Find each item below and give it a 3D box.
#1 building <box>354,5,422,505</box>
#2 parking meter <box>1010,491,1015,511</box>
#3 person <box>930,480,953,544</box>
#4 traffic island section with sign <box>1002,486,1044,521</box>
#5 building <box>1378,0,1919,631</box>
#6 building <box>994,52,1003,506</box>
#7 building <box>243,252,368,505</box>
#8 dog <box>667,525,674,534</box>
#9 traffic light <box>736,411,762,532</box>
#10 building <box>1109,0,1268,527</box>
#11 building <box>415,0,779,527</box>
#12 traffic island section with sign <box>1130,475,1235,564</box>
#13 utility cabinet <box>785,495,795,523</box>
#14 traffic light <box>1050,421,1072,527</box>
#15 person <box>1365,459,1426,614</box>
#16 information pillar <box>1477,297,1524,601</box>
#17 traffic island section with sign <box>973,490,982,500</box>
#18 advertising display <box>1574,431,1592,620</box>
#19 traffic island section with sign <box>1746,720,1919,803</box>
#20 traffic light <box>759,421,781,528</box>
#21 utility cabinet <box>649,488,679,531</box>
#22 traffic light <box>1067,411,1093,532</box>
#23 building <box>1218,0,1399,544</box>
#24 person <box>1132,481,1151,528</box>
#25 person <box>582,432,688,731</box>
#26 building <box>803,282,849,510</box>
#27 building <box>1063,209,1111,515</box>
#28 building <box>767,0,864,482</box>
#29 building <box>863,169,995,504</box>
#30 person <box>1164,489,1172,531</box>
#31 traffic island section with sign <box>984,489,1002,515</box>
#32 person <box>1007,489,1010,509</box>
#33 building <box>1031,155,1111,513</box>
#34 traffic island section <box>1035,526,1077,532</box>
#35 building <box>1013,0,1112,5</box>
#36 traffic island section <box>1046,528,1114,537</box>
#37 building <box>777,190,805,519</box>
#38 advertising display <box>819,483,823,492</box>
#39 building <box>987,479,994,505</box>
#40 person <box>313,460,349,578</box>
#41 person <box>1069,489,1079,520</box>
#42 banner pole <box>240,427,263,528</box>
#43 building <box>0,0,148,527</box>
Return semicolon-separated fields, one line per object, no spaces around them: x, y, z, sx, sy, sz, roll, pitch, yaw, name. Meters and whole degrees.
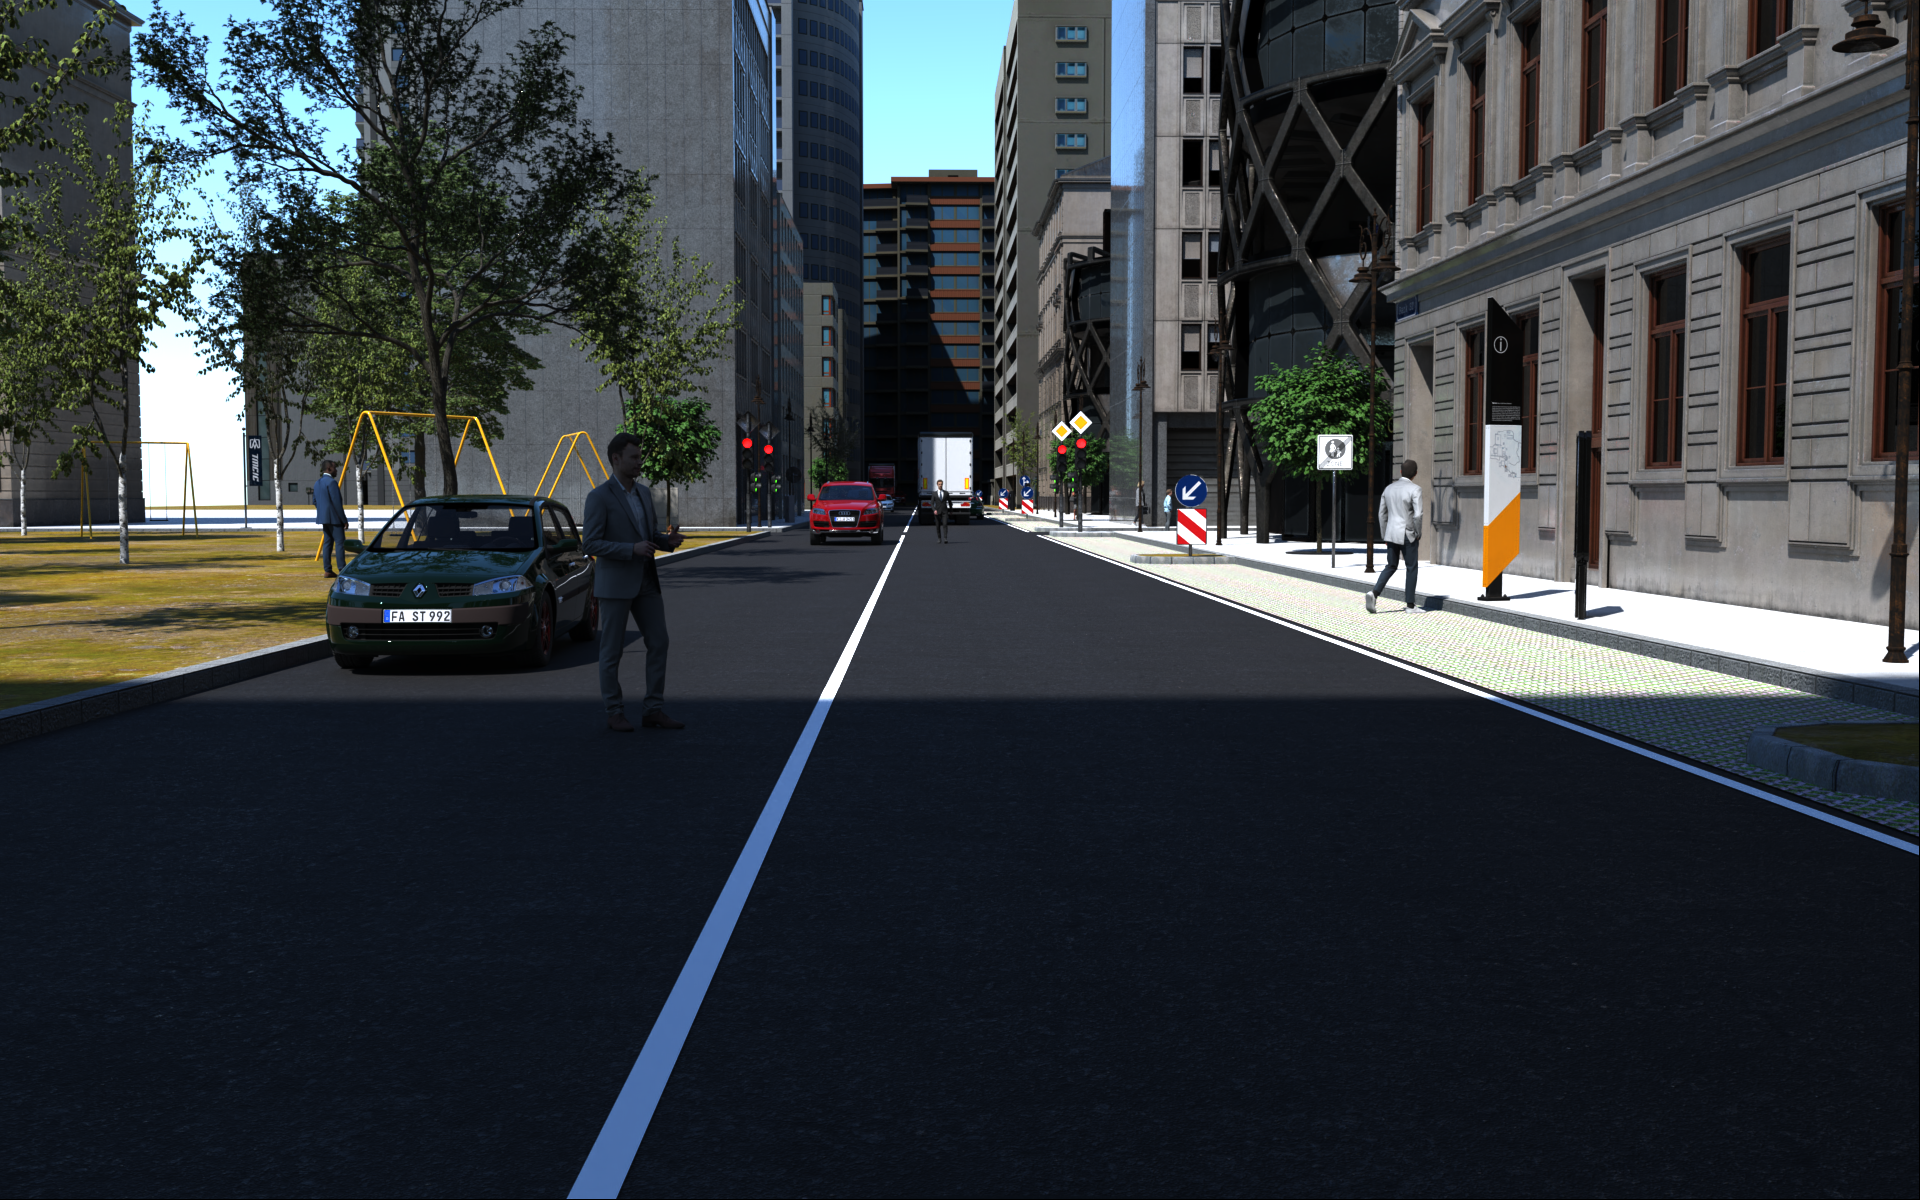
-55.135;-40.495;204.095;28.212;58.520;21.231;0;4;-1;building
4.025;-7.593;132.554;0.372;1.533;0.369;0;3;0;parking meter
-0.524;-2.566;50.236;0.659;1.850;0.755;0;4;-3;person
3.391;-5.053;91.251;1.989;1.847;2.006;0;4;-1;traffic island section with sign
13.766;-11.481;23.879;11.583;22.565;21.152;0;4;-1;building
14.691;-34.094;181.130;21.300;48.544;21.600;0;4;-1;building
-76.589;-26.715;208.487;14.107;30.474;14.160;0;4;-1;building
-7.327;-1.659;43.957;0.540;0.507;0.406;3;5;43;dog
-7.105;-4.244;58.304;0.839;4.253;0.868;0;4;-1;traffic light
16.916;-15.599;73.069;19.932;24.808;12.078;0;4;-1;building
-14.909;-15.798;76.318;12.078;24.808;19.932;0;4;-1;building
4.588;-1.677;36.042;1.989;1.847;2.006;0;4;-1;traffic island section with sign
-7.690;-4.097;78.142;0.306;1.237;1.020;-1;4;-15;utility cabinet
3.882;-4.748;66.543;0.839;4.253;0.868;0;4;-1;traffic light
5.218;-0.750;20.603;0.795;1.843;0.661;-2;4;-33;person
6.504;-1.799;20.775;0.504;3.616;0.183;-1;4;-22;information pillar
1.721;-9.804;168.927;1.989;1.847;2.006;0;4;-1;traffic island section with sign
6.480;-0.785;18.045;0.123;1.923;0.974;1;4;18;advertising display
5.170;-0.006;8.724;1.989;1.847;2.006;0;4;-1;traffic island section with sign
-7.277;-4.732;66.288;0.839;4.253;0.868;0;4;-1;traffic light
-10.185;-3.078;59.011;1.173;1.500;0.318;0;4;-4;utility cabinet
4.054;-4.259;58.560;0.839;4.253;0.868;0;4;-1;traffic light
15.550;-11.077;48.569;16.820;18.784;16.811;0;4;-1;building
6.893;-3.653;65.954;0.728;1.800;0.709;2;4;31;person
-1.949;-0.109;10.476;0.583;1.804;0.606;2;4;28;person
-24.508;-19.019;156.002;27.650;21.520;28.899;0;4;-1;building
14.767;-14.710;107.956;16.820;18.784;16.811;0;4;-1;building
-21.213;-39.254;183.798;21.231;58.520;28.212;0;4;-1;building
-1.680;-35.587;236.472;28.867;44.769;22.147;0;4;-1;building
7.440;-3.144;61.720;0.330;1.601;0.589;0;4;1;person
2.817;-6.716;118.427;1.989;1.847;2.006;0;4;-1;traffic island section with sign
4.198;-8.731;149.720;0.530;1.710;0.541;2;4;24;person
12.295;-20.302;129.195;12.463;27.353;25.104;0;4;-1;building
3.922;-2.714;66.658;2.009;0.180;2.903;0;4;-1;traffic island section
15.354;-32.775;159.580;21.300;48.544;21.600;0;4;-1;building
4.094;-2.226;58.674;2.009;0.180;2.903;0;4;-1;traffic island section
-14.449;-14.758;96.044;10.420;20.320;16.860;0;4;-1;building
-7.994;-5.793;99.930;0.123;1.923;0.974;0;4;3;advertising display
19.563;-31.374;204.840;32.217;40.220;23.993;0;4;-1;building
-9.587;-1.237;26.452;0.721;1.800;0.419;2;4;32;person
5.807;-4.897;86.473;0.716;1.782;0.532;-1;4;-22;person
-26.626;-4.590;65.071;0.863;3.779;0.401;-1;4;-9;banner pole
-48.931;-16.784;71.675;25.104;27.353;12.463;0;4;-1;building
